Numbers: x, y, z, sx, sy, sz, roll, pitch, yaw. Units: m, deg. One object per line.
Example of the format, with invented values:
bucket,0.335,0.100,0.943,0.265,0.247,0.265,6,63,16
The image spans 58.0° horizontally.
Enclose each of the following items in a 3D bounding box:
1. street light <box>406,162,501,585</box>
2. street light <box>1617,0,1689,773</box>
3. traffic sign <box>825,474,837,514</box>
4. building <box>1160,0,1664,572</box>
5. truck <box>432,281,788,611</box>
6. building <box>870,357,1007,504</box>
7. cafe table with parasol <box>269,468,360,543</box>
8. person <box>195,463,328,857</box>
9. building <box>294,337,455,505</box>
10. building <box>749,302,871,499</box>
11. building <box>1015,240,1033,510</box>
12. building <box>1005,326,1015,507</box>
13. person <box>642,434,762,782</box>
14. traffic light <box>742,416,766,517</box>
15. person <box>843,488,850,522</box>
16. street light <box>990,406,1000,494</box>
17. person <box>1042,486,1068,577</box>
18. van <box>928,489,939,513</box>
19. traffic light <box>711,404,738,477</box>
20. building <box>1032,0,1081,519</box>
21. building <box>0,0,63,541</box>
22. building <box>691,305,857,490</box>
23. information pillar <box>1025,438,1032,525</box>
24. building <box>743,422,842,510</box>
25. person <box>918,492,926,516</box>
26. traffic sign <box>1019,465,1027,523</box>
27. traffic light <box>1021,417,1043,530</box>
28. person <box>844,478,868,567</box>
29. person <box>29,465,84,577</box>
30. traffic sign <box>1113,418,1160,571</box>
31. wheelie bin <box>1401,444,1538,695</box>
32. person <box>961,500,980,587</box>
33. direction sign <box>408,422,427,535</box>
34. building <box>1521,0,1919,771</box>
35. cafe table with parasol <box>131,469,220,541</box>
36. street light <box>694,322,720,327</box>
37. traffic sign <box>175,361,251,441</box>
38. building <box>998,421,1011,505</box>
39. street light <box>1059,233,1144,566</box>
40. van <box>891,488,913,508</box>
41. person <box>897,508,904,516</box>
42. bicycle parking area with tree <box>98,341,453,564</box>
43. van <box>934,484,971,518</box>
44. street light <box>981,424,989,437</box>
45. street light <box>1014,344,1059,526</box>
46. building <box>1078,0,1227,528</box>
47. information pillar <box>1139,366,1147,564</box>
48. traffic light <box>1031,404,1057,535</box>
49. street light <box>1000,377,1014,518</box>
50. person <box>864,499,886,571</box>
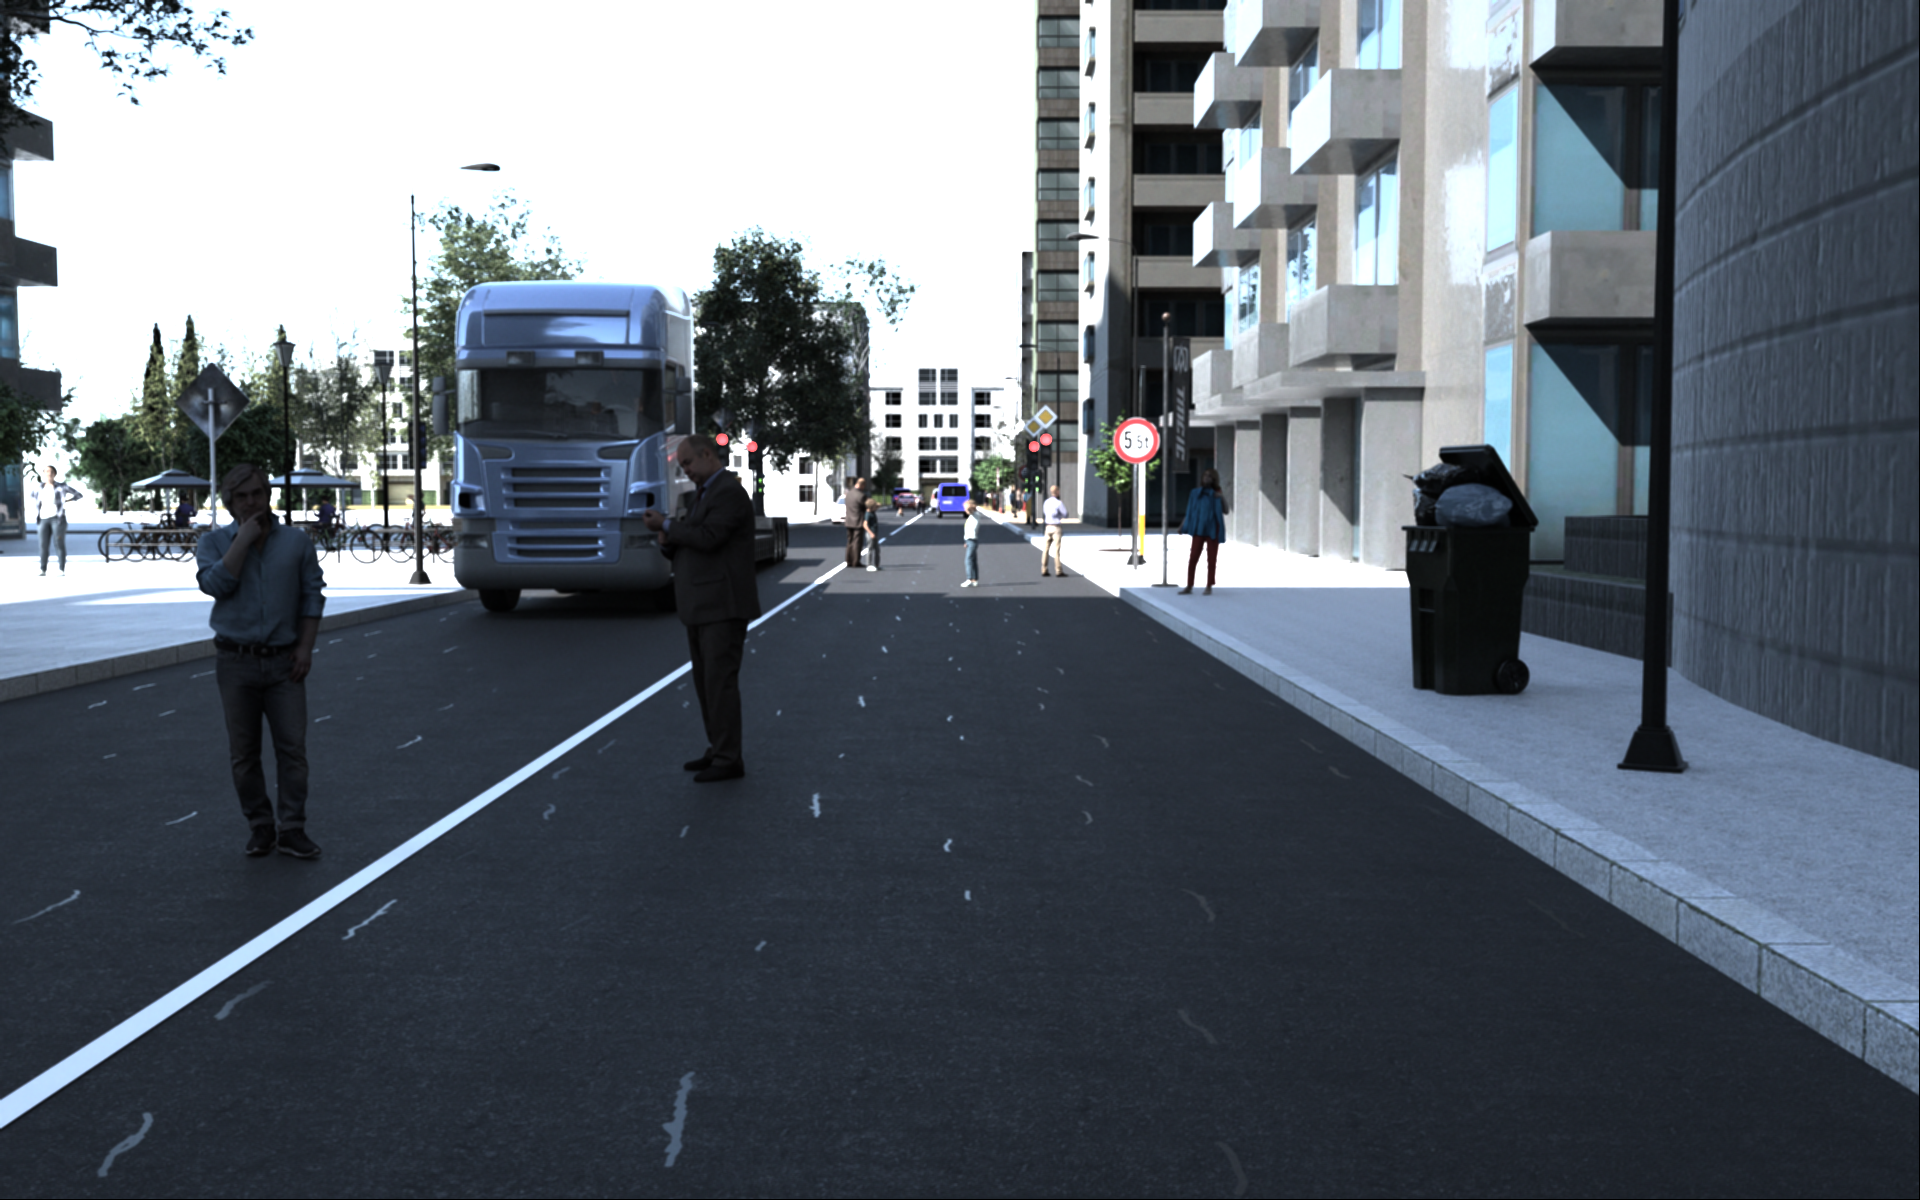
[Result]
street light,-7.127,-3.172,24.403,1.470,5.913,1.316,0,4,0
street light,2.712,-2.166,7.956,1.470,5.913,1.316,0,4,0
traffic sign,-8.107,-6.644,108.732,0.768,2.556,0.104,0,4,7
building,17.084,-25.422,35.261,23.786,49.044,30.456,0,4,0
truck,-4.742,-2.349,28.165,2.967,4.110,18.799,0,4,-1
building,-7.032,-22.332,231.593,31.486,18.905,16.747,0,4,0
cafe table with parasol,-17.145,-2.483,45.470,2.610,1.966,2.610,0,4,-2
person,-2.763,0.232,6.914,0.499,1.552,0.429,0,4,-3
building,-58.992,-20.584,203.005,31.486,18.905,16.747,0,4,0
building,-26.906,-21.647,197.899,32.646,21.610,27.936,0,4,0
building,18.791,-19.075,155.845,27.936,21.610,32.646,0,4,0
building,12.703,-19.663,177.917,16.016,20.091,11.380,0,4,0
person,-1.317,0.021,8.842,0.565,1.739,0.600,3,5,39
traffic light,-7.411,-4.483,62.224,0.839,4.253,0.868,0,4,0
person,-5.787,-4.912,89.486,0.621,1.740,0.551,-1,4,-23
street light,2.393,-7.276,91.499,1.470,5.913,1.316,0,4,0
person,1.637,-1.195,30.100,0.319,1.574,0.516,-3,5,-43
van,-1.460,-7.877,135.799,2.013,2.044,4.112,0,4,-2
traffic light,-7.379,-3.995,54.239,0.839,4.253,0.868,0,4,0
building,10.881,-19.714,94.023,14.160,30.474,14.107,0,4,0
building,-39.155,-25.590,38.000,30.456,49.044,23.786,0,4,0
building,-18.243,-19.256,171.251,16.016,20.091,11.380,0,4,0
information pillar,2.927,-4.940,72.123,0.183,3.616,0.504,-3,4,-39
building,-14.681,-12.829,151.896,9.099,9.664,28.070,0,4,0
person,-2.552,-6.422,115.705,0.614,1.554,0.590,-3,4,-37
traffic sign,2.907,-4.560,74.660,0.768,2.556,0.104,0,4,6
traffic light,2.630,-4.487,62.281,0.839,4.253,0.868,0,4,0
person,-1.991,-1.513,33.924,0.565,1.739,0.600,1,4,17
person,-14.039,-1.225,26.798,0.841,1.734,0.376,0,4,3
traffic sign,2.946,-1.765,28.961,0.768,2.556,0.104,0,4,7
wheelie bin,3.288,-0.204,11.237,0.693,1.594,0.980,-1,4,-13
person,0.150,-0.892,26.992,0.340,1.345,0.435,-1,4,-11
direction sign,-17.107,-3.833,54.669,0.876,3.537,0.379,3,4,37
building,14.906,-28.359,5.675,21.231,58.520,28.212,0,4,0
cafe table with parasol,-21.405,-2.594,47.273,2.610,1.966,2.610,1,4,20
street light,-7.193,-4.550,46.933,1.470,5.913,1.316,0,4,0
traffic sign,-7.440,-1.072,17.262,0.795,2.593,0.064,0,4,7
building,9.215,-15.657,198.137,9.099,9.664,28.070,0,4,0
street light,2.600,-3.575,30.991,1.470,5.913,1.316,0,4,0
van,-5.938,-10.593,177.576,2.240,2.365,5.245,0,4,-2
person,-3.853,-5.679,111.829,0.357,0.543,0.381,2,4,34
bicycle parking area with tree,-12.790,-2.956,35.325,9.016,4.147,8.231,1,4,15
van,-0.414,-6.068,103.595,2.240,2.365,5.245,0,4,-2
street light,2.280,-8.656,114.064,1.470,5.913,1.316,0,4,0
street light,2.509,-4.963,53.684,1.470,5.913,1.316,0,4,0
building,15.995,-27.564,74.372,21.600,48.544,21.300,0,4,0
information pillar,3.373,-2.491,32.082,0.183,3.616,0.504,0,4,3
traffic light,2.662,-3.998,54.296,0.839,4.253,0.868,0,4,0
street light,2.432,-5.880,68.677,1.470,5.913,1.316,0,4,0
person,-1.599,-1.227,32.476,0.340,1.345,0.435,1,4,10
